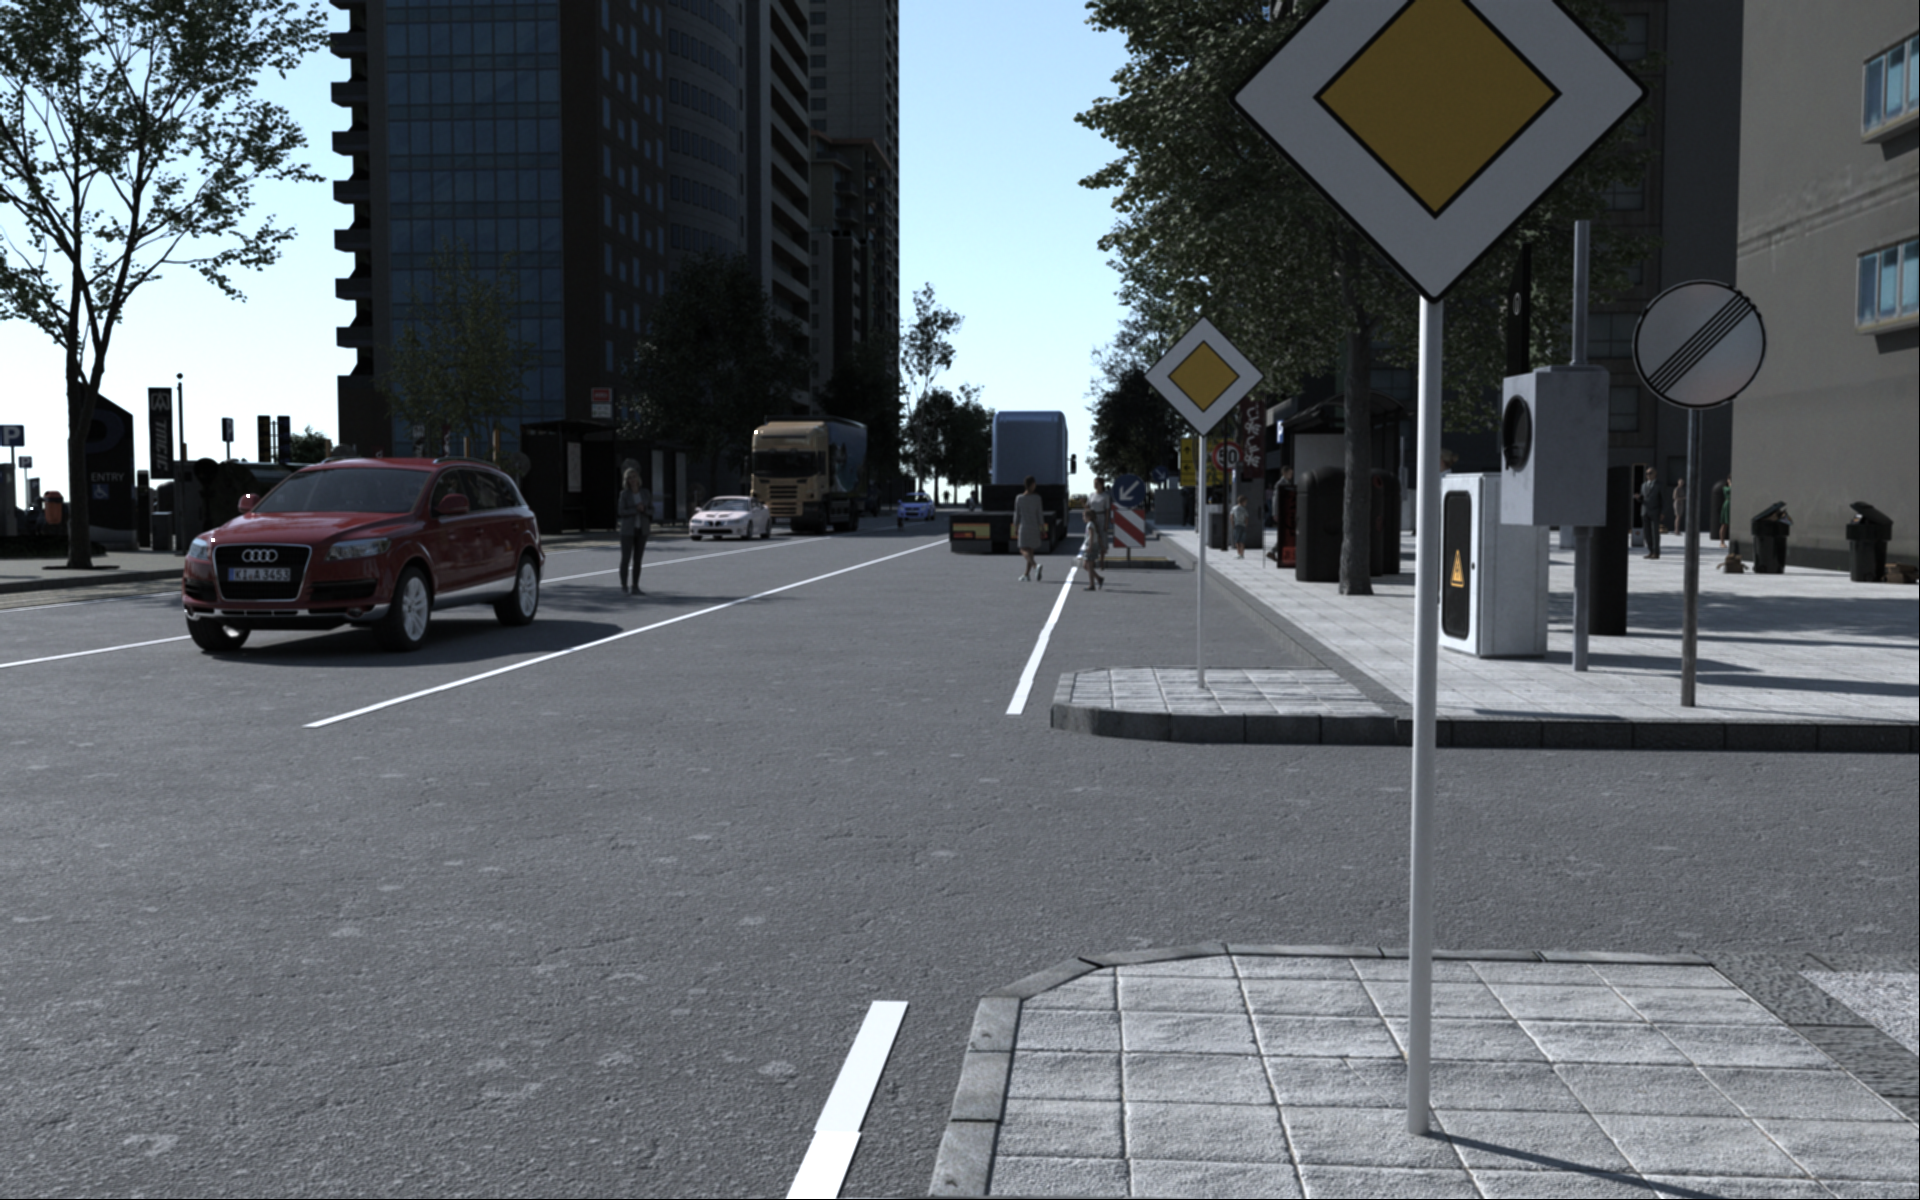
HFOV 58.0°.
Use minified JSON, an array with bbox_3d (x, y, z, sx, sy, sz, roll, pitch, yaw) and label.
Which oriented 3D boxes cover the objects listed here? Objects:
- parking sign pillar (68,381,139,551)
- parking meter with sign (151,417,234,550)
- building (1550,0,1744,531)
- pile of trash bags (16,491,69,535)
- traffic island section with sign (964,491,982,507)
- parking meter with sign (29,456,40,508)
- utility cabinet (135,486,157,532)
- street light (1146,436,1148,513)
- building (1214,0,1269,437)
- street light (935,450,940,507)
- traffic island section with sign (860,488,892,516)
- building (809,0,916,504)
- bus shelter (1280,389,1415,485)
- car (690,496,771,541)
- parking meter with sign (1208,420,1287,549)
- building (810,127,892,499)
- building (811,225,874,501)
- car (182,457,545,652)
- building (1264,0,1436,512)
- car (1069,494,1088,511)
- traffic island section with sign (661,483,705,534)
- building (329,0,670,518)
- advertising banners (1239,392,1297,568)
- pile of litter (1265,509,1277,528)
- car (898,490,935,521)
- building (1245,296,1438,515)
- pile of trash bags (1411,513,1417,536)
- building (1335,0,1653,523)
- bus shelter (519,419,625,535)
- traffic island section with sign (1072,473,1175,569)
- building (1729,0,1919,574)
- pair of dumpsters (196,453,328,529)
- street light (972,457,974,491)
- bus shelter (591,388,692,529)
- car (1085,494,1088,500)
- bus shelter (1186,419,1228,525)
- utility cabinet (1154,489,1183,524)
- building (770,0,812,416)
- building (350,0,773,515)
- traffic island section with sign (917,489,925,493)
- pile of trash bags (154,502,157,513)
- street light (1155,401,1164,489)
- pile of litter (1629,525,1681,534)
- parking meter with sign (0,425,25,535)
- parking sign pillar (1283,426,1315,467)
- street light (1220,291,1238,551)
[{"bbox_3d":[-19.543,-3.117,39.436,1.447,3.967,1.447,-1,4,-13],"label":"parking sign pillar"},{"bbox_3d":[-17.560,-2.650,39.588,1.738,3.016,0.543,0,4,-5],"label":"parking meter with sign"},{"bbox_3d":[27.897,-23.340,65.201,14.154,41.232,14.086,0,4,5],"label":"building"},{"bbox_3d":[-26.368,-2.425,49.408,3.447,1.369,1.912,3,5,43],"label":"pile of trash bags"},{"bbox_3d":[1.547,-11.351,194.219,1.989,1.847,2.006,0,4,5],"label":"traffic island section with sign"},{"bbox_3d":[-42.406,-5.071,79.165,1.738,3.016,0.543,3,5,45],"label":"parking meter with sign"},{"bbox_3d":[-27.286,-2.971,57.250,1.173,1.500,0.318,0,4,-2],"label":"utility cabinet"},{"bbox_3d":[12.440,-8.727,115.476,0.468,5.910,1.993,0,4,5],"label":"street light"},{"bbox_3d":[41.572,-55.800,224.996,22.319,86.520,31.000,0,4,5],"label":"building"},{"bbox_3d":[-2.303,-12.203,172.311,0.468,5.910,1.993,0,4,5],"label":"street light"},{"bbox_3d":[-5.415,-6.302,111.673,1.989,1.847,2.006,0,4,5],"label":"traffic island section with sign"},{"bbox_3d":[-16.657,-48.618,233.154,20.563,71.187,20.611,0,4,5],"label":"building"},{"bbox_3d":[7.954,-2.580,36.100,2.014,3.302,5.546,0,4,5],"label":"bus shelter"},{"bbox_3d":[-7.230,-2.602,54.906,2.083,1.381,4.827,0,4,6],"label":"car"},{"bbox_3d":[6.739,-2.717,40.679,1.738,3.016,0.543,0,4,-6],"label":"parking meter with sign"},{"bbox_3d":[-20.208,-33.936,209.479,22.147,44.769,28.867,0,4,5],"label":"building"},{"bbox_3d":[-17.250,-25.469,188.124,14.160,30.474,14.107,0,4,5],"label":"building"},{"bbox_3d":[-5.827,-0.539,17.484,2.281,1.827,5.304,0,4,4],"label":"car"},{"bbox_3d":[31.273,-29.741,109.961,21.300,48.544,21.600,0,4,5],"label":"building"},{"bbox_3d":[10.181,-8.479,148.854,2.015,1.641,3.980,0,4,4],"label":"car"},{"bbox_3d":[-9.567,-3.289,62.406,1.989,1.847,2.006,0,4,5],"label":"traffic island section with sign"},{"bbox_3d":[-24.721,-27.240,95.491,14.600,45.320,14.200,0,4,5],"label":"building"},{"bbox_3d":[5.756,-2.063,29.923,2.074,3.025,0.090,-1,4,-11],"label":"advertising banners"},{"bbox_3d":[12.405,-3.210,66.441,1.719,0.858,1.176,-1,4,-22],"label":"pile of litter"},{"bbox_3d":[-2.360,-5.161,93.972,1.945,1.707,3.694,0,4,6],"label":"car"},{"bbox_3d":[37.349,-17.769,135.567,27.650,21.520,28.899,0,4,5],"label":"building"},{"bbox_3d":[14.865,-2.594,52.157,1.912,1.369,3.447,0,4,1],"label":"pile of trash bags"},{"bbox_3d":[26.985,-24.968,91.820,14.154,41.232,14.086,0,4,5],"label":"building"},{"bbox_3d":[-12.732,-4.033,57.217,1.731,3.624,6.357,0,4,5],"label":"bus shelter"},{"bbox_3d":[3.210,-1.558,34.096,1.989,1.847,2.006,0,4,5],"label":"traffic island section with sign"},{"bbox_3d":[25.145,-24.680,27.215,21.600,48.544,21.300,0,4,5],"label":"building"},{"bbox_3d":[-15.571,-2.252,39.317,1.574,2.255,4.437,0,4,5],"label":"pair of dumpsters"},{"bbox_3d":[1.577,-15.050,218.860,0.468,5.910,1.993,0,4,5],"label":"street light"},{"bbox_3d":[-12.595,-5.524,67.948,2.179,5.291,8.768,0,4,5],"label":"bus shelter"},{"bbox_3d":[15.659,-12.909,221.291,2.015,1.641,3.980,0,4,5],"label":"car"},{"bbox_3d":[10.663,-5.950,74.918,2.179,5.291,8.768,0,4,5],"label":"bus shelter"},{"bbox_3d":[8.744,-3.905,72.528,1.173,1.500,0.318,0,4,-2],"label":"utility cabinet"},{"bbox_3d":[-24.575,-31.707,142.110,21.300,48.544,21.600,0,4,5],"label":"building"},{"bbox_3d":[-25.817,-35.166,116.962,21.231,58.520,28.212,0,4,5],"label":"building"},{"bbox_3d":[-3.099,-7.984,139.160,1.989,1.847,2.006,0,4,5],"label":"traffic island section with sign"},{"bbox_3d":[-27.548,-3.000,58.808,3.447,1.369,1.912,3,4,36],"label":"pile of trash bags"},{"bbox_3d":[9.855,-6.905,85.680,0.468,5.910,1.993,0,4,5],"label":"street light"},{"bbox_3d":[22.411,-2.575,56.074,1.176,0.858,1.719,-3,5,-41],"label":"pile of litter"},{"bbox_3d":[-23.712,-2.847,42.807,0.543,3.016,1.738,-1,4,-8],"label":"parking meter with sign"},{"bbox_3d":[13.578,-4.949,69.395,1.447,3.967,1.447,2,4,23],"label":"parking sign pillar"},{"bbox_3d":[5.971,-4.045,38.930,0.468,5.910,1.993,0,4,5],"label":"street light"}]
